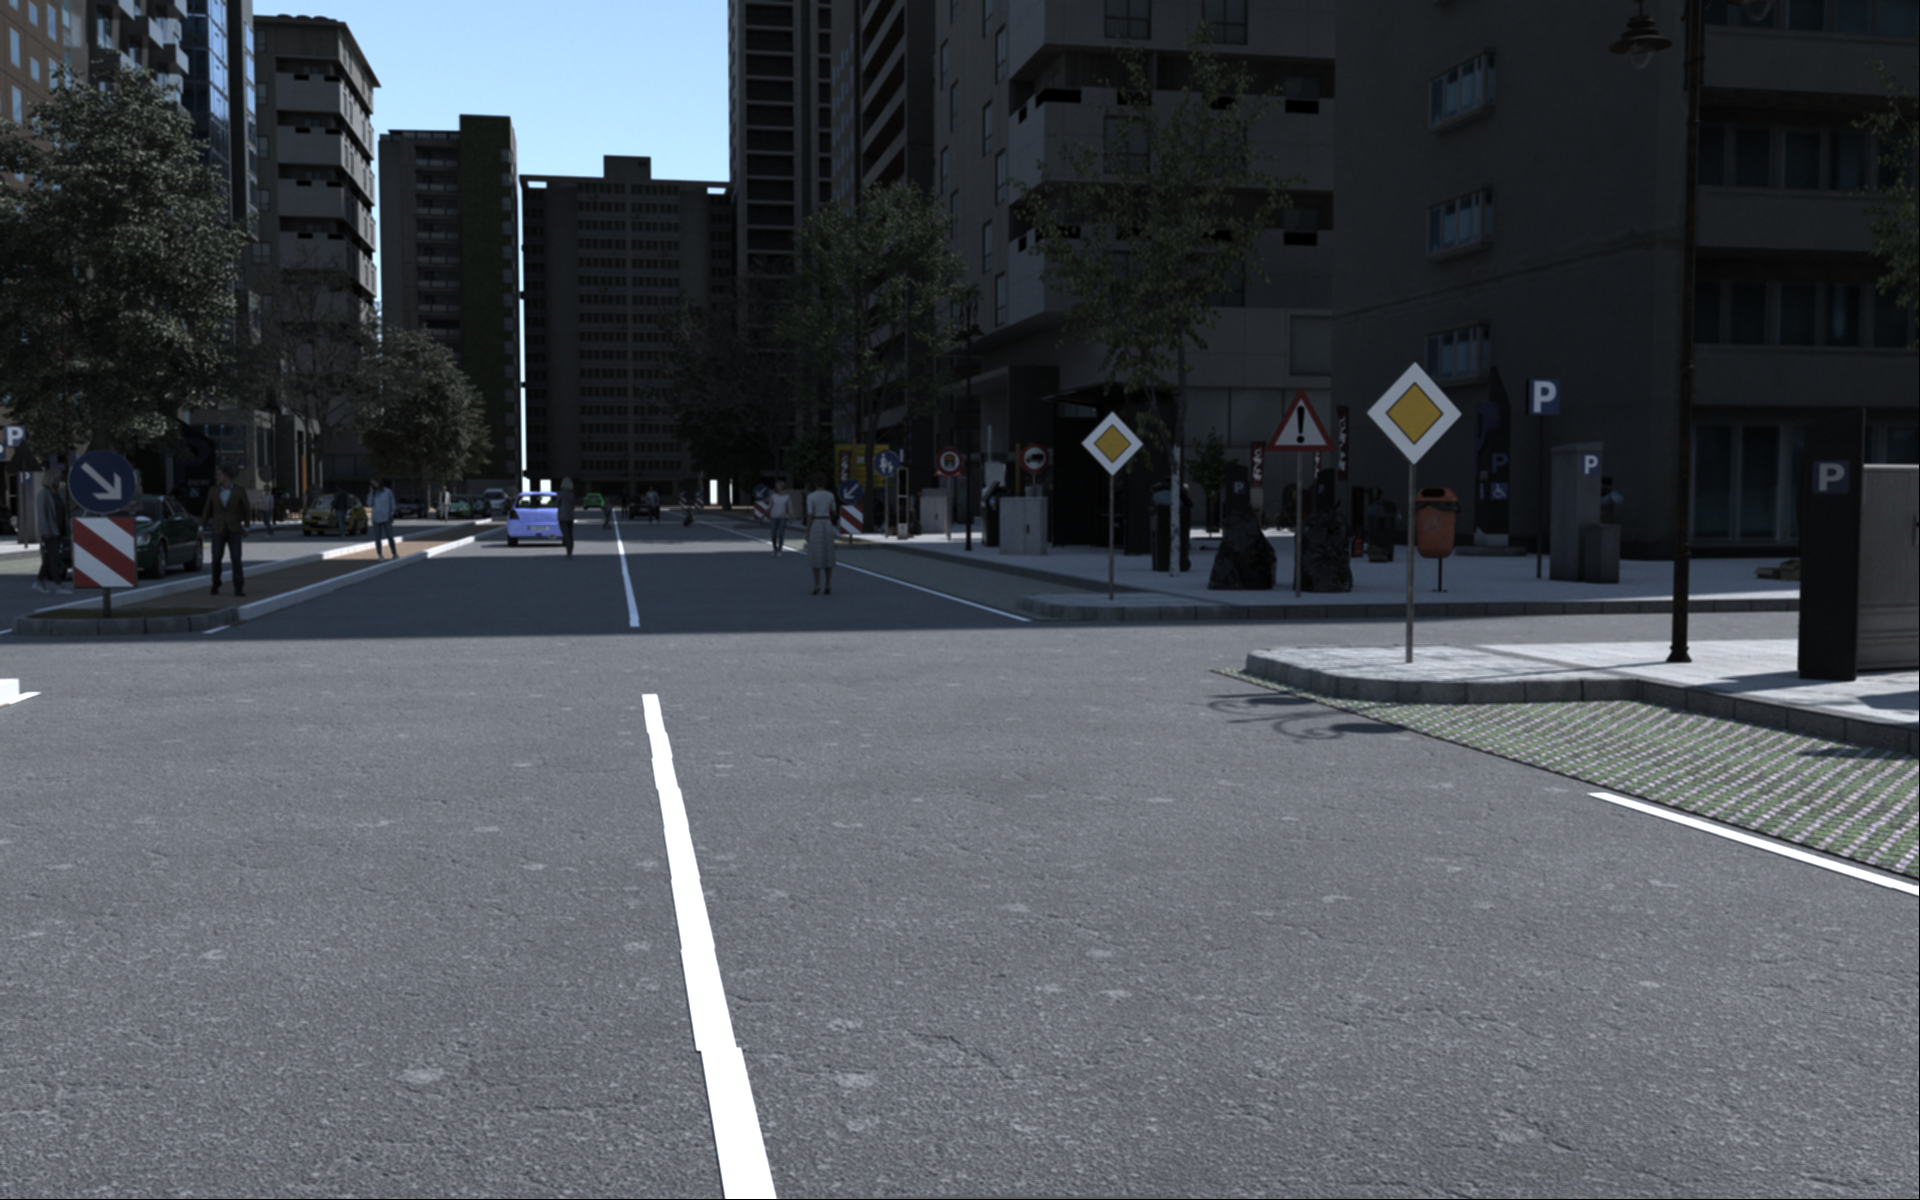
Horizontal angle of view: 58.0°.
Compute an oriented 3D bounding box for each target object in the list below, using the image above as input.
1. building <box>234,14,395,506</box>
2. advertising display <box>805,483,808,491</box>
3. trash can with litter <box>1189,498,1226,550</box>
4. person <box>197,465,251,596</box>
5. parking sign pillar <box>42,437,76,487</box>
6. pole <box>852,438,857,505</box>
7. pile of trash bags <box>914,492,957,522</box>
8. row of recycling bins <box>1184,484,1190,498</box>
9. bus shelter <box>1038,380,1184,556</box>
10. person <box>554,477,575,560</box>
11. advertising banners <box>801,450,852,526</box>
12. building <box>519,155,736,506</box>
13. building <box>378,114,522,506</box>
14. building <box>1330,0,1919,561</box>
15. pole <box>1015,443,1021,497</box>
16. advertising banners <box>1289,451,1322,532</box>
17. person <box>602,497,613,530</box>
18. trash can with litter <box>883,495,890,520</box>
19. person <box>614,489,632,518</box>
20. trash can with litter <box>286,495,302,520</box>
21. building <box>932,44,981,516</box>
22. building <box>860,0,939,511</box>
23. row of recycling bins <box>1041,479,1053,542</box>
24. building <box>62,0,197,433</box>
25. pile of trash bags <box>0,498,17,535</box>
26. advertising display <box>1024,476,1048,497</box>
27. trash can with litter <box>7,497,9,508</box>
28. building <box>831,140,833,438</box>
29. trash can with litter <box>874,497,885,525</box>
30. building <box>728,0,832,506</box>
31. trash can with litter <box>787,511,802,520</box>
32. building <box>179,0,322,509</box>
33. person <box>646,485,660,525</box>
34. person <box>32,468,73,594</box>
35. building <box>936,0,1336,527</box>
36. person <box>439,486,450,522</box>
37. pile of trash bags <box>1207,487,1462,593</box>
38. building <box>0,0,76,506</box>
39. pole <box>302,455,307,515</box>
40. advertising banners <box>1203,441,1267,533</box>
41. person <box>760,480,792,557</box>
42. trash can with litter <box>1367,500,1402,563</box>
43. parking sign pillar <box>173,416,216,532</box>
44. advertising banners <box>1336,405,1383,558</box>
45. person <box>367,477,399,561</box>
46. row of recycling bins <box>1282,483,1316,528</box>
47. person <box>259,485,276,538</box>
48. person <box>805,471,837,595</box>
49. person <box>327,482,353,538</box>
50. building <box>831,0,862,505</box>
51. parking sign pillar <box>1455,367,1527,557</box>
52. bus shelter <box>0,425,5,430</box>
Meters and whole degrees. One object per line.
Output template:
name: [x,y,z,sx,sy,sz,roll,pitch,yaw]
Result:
building: [-77.512,-36.849,191.724,27.495,52.752,28.713,-1,4,-11]
advertising display: [-8.305,-5.477,94.755,0.123,1.923,0.974,-1,4,-20]
trash can with litter: [5.887,-1.758,39.804,2.233,1.210,1.678,0,4,-2]
person: [-10.318,-0.971,24.283,0.656,1.842,0.836,-3,5,-45]
parking sign pillar: [-35.652,-4.907,68.704,1.447,3.967,1.447,2,4,34]
pole: [-3.831,-4.221,62.862,0.158,3.312,0.155,0,3,0]
pile of trash bags: [-1.237,-4.281,79.744,1.912,1.369,3.447,-2,4,-24]
row of recycling bins: [6.332,-2.930,55.023,1.069,1.692,3.534,2,4,29]
bus shelter: [3.331,-2.922,39.051,1.731,3.624,6.357,-1,4,-11]
person: [-8.621,-1.771,37.636,0.526,1.800,0.537,3,5,40]
advertising banners: [-5.333,-4.468,69.235,2.074,3.025,0.090,0,4,4]
building: [-38.570,-31.177,201.630,23.993,40.220,32.217,-1,4,-11]
building: [-55.509,-30.931,189.311,14.086,41.232,14.154,-1,4,-11]
building: [21.338,-25.715,44.150,21.600,48.544,21.300,-1,4,-11]
pole: [2.324,-4.606,69.157,0.158,3.312,0.155,0,3,0]
advertising banners: [11.463,-3.744,57.398,0.090,3.025,2.074,-1,4,-17]
person: [-14.276,-3.513,70.203,0.640,1.303,0.475,3,4,36]
trash can with litter: [-3.876,-4.680,87.581,2.233,1.210,1.678,1,4,17]
person: [-19.959,-5.742,102.911,1.217,1.766,0.721,0,4,6]
trash can with litter: [-32.608,-4.574,85.847,2.233,1.210,1.678,0,4,-6]
building: [5.201,-20.447,106.011,14.160,30.474,14.107,-1,4,-11]
building: [4.939,-30.606,124.112,21.300,48.544,21.600,-1,4,-11]
row of recycling bins: [3.731,-2.370,45.862,3.534,1.692,1.069,1,4,22]
building: [-58.359,-29.399,100.284,23.786,49.044,30.456,-1,4,-11]
pile of trash bags: [-30.963,-2.711,54.081,3.447,1.369,1.912,3,5,40]
advertising display: [2.687,-3.439,61.444,0.974,1.923,0.123,3,5,41]
trash can with litter: [-36.337,-3.354,65.902,1.678,1.210,2.233,0,4,-6]
building: [-4.734,-28.840,155.135,14.154,41.232,14.086,-1,4,-11]
trash can with litter: [-3.191,-3.698,71.855,1.055,1.170,0.624,-1,4,-13]
building: [-15.738,-46.614,200.397,20.611,71.187,20.563,-1,4,-11]
trash can with litter: [-8.205,-4.538,85.258,2.233,1.210,1.678,-1,4,-10]
building: [-69.442,-50.405,136.801,31.000,86.520,22.319,-1,4,-11]
person: [-14.442,-4.470,81.425,0.661,1.843,0.795,1,4,12]
person: [-12.996,-0.991,24.879,0.728,1.800,0.709,1,4,11]
building: [14.389,-30.133,81.914,28.713,52.752,27.495,-1,4,-11]
person: [-26.363,-4.901,88.501,0.514,1.842,0.818,-2,4,-28]
pile of trash bags: [4.979,-0.825,23.243,3.447,1.369,1.912,2,4,30]
building: [-48.577,-25.998,75.172,14.600,45.320,14.200,-1,4,-11]
pole: [-34.264,-5.914,90.529,0.158,3.312,0.155,0,3,0]
advertising banners: [9.161,-3.760,57.665,2.074,3.025,0.090,0,4,1]
person: [-4.188,-1.851,39.428,0.731,1.740,0.598,0,4,-5]
trash can with litter: [8.020,-1.307,32.762,0.624,1.170,1.055,1,4,16]
parking sign pillar: [-26.303,-4.347,59.542,1.447,3.967,1.447,-1,4,-13]
advertising banners: [8.060,-2.373,34.994,0.090,3.025,2.074,3,5,39]
person: [-12.262,-1.717,36.844,0.793,1.790,0.793,-3,5,-41]
row of recycling bins: [14.069,-3.605,66.056,3.534,1.692,1.069,0,4,-6]
person: [-22.609,-2.901,56.602,0.731,1.740,0.598,1,4,20]
person: [-2.002,-0.958,24.730,0.480,1.755,0.524,-2,4,-28]
person: [-20.313,-2.947,56.670,0.794,1.824,0.713,-3,5,-42]
building: [-2.663,-30.018,140.906,14.600,45.320,14.200,-1,4,-11]
parking sign pillar: [11.101,-2.914,36.121,1.447,3.967,1.447,0,4,4]
bus shelter: [-22.624,-2.657,37.371,2.014,3.302,5.546,-1,4,-11]
